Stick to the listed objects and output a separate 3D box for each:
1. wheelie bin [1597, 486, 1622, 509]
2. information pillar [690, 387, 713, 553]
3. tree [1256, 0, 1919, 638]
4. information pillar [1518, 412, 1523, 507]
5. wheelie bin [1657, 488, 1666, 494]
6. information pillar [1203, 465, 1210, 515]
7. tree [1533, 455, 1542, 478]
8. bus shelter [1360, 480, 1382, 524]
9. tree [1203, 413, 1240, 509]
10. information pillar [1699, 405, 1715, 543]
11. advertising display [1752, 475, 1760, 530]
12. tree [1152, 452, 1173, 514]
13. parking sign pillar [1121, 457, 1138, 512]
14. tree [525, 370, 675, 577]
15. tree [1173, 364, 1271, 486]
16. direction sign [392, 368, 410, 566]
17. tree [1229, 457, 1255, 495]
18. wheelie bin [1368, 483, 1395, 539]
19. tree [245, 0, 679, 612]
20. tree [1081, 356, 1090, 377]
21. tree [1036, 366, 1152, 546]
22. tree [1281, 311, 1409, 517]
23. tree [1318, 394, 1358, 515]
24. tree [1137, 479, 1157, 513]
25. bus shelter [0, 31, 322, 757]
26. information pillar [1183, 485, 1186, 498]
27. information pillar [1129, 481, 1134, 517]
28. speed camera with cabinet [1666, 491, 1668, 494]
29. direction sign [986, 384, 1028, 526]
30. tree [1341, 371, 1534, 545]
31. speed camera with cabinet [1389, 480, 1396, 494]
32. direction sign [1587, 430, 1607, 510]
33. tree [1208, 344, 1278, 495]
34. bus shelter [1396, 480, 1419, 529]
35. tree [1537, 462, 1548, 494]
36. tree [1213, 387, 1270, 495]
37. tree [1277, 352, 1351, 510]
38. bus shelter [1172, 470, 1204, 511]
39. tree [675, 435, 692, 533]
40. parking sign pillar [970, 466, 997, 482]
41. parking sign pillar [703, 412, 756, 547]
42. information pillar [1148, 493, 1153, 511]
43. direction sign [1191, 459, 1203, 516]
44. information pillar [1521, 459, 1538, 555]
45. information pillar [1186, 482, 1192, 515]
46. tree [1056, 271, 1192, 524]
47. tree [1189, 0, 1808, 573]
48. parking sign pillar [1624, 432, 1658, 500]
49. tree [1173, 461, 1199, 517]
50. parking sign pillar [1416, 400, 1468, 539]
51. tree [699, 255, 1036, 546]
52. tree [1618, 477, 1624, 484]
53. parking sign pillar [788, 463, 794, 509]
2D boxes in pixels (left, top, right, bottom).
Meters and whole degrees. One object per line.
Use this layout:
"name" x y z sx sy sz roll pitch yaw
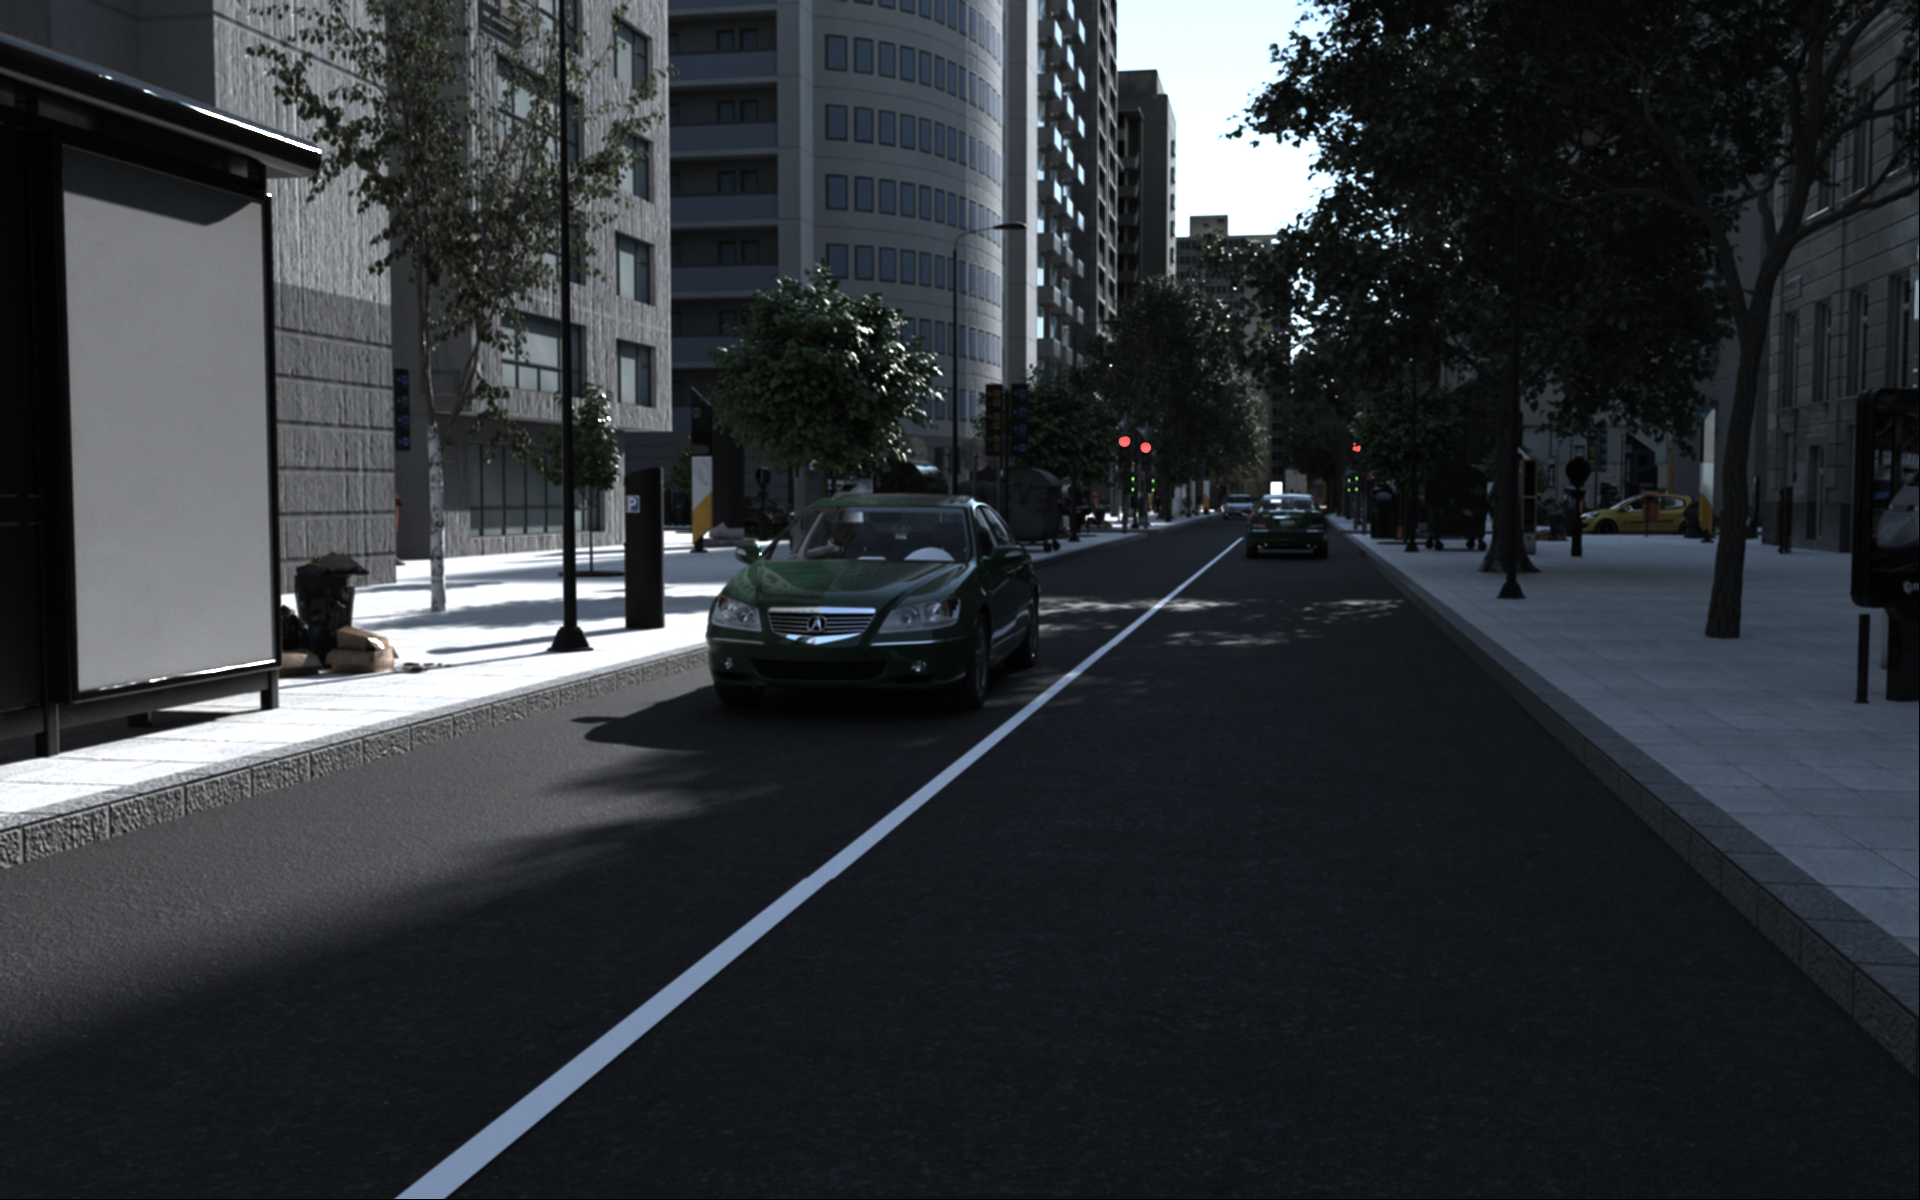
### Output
"wheelie bin" 25.607 -3.689 68.223 0.980 1.594 0.693 0 4 -8
"information pillar" -5.665 -2.850 37.948 0.504 3.616 0.183 1 4 23
"tree" 6.743 -4.921 14.874 8.767 10.594 7.601 1 4 12
"information pillar" 13.333 -3.083 41.765 0.504 3.616 0.183 -2 4 -27
"wheelie bin" 35.803 -4.945 88.763 0.980 1.594 0.693 2 4 35
"information pillar" 15.082 -7.005 105.889 0.504 3.616 0.183 -3 5 -42
"tree" 31.543 -7.059 99.120 4.285 4.588 4.351 0 3 0
"bus shelter" 19.174 -6.186 78.773 2.179 5.291 8.768 1 4 11
"tree" 20.219 -11.432 137.271 4.737 8.622 4.395 0 3 0
"information pillar" 19.694 -3.321 45.646 0.504 3.616 0.183 -2 4 -33
"advertising display" 27.589 -3.353 60.038 0.123 1.923 0.974 1 4 19
"tree" 3.512 -4.206 52.475 4.285 4.588 4.351 0 3 0
"parking sign pillar" 11.966 -8.206 122.642 1.447 3.967 1.447 2 4 25
"tree" -5.780 -2.001 27.315 1.663 3.219 1.824 0 3 0
"tree" 23.186 -15.287 156.601 9.857 13.997 8.962 0 3 0
"direction sign" -10.190 -2.393 31.118 0.379 3.537 0.876 2 4 24
"tree" 32.013 -15.311 200.697 4.360 8.622 3.978 0 3 0
"wheelie bin" 12.197 -2.573 49.971 0.693 1.594 0.980 -1 4 -14
"tree" -5.459 -4.176 18.638 4.360 8.622 3.978 0 3 0
"tree" 10.349 -10.446 87.799 9.611 12.733 9.660 0 3 0
"tree" 1.900 -3.658 43.528 4.285 4.588 4.351 0 3 0
"tree" 21.767 -10.533 97.971 9.928 11.665 9.643 0 3 0
"tree" 23.880 -9.550 106.497 4.360 8.622 3.978 0 3 0
"tree" 12.459 -7.531 117.738 1.663 3.219 1.824 0 3 0
"bus shelter" -5.659 -1.745 6.167 2.179 5.291 8.768 1 4 11
"information pillar" 14.183 -7.170 108.580 0.504 3.616 0.183 3 4 37
"information pillar" 9.585 -5.655 96.951 0.304 2.012 0.304 -1 4 -19
"speed camera with cabinet" 43.368 -6.719 104.197 2.038 3.252 0.660 0 4 7
"direction sign" 0.964 -2.673 35.696 0.876 3.537 0.379 1 4 9
"tree" 11.403 -3.714 44.430 4.285 4.588 4.351 0 3 0
"speed camera with cabinet" 18.250 -4.826 73.246 0.660 3.252 2.038 0 4 4
"direction sign" 22.408 -4.220 60.997 0.876 3.537 0.379 -1 4 -23
"tree" 33.501 -21.931 214.466 12.611 20.169 13.585 0 3 0
"bus shelter" 16.968 -4.484 64.595 1.731 3.624 6.357 1 4 11
"tree" 34.725 -6.683 103.868 1.663 3.219 1.824 0 3 0
"tree" 28.685 -16.108 181.496 7.486 12.596 7.792 0 3 0
"tree" 30.389 -14.363 141.485 9.857 13.997 8.962 0 3 0
"bus shelter" 14.725 -7.256 112.552 2.014 3.302 5.546 1 4 11
"tree" -9.002 -3.817 57.008 1.663 3.219 1.824 0 3 0
"parking sign pillar" 1.078 -5.312 75.329 1.447 3.967 1.447 2 4 29
"parking sign pillar" -5.747 -3.308 42.553 1.447 3.967 1.447 -2 4 -30
"information pillar" 14.027 -8.353 127.931 0.504 3.616 0.183 1 4 13
"direction sign" 14.125 -6.808 103.305 0.379 3.537 0.876 -3 4 -39
"information pillar" 12.076 -1.975 36.781 0.304 2.012 0.304 1 4 12
"information pillar" 13.809 -6.120 104.555 0.304 2.012 0.304 1 4 23
"tree" 7.225 -8.467 72.842 7.601 10.594 8.767 3 5 40
"tree" 8.937 -6.795 28.113 9.611 12.733 9.660 0 3 0
"parking sign pillar" 29.681 -5.321 75.475 1.447 3.967 1.447 0 4 -6
"tree" 12.072 -7.084 99.536 4.285 4.588 4.351 0 3 0
"parking sign pillar" 13.851 -3.744 49.680 1.447 3.967 1.447 1 4 11
"tree" -1.867 -2.458 23.904 4.285 4.588 4.351 0 3 0
"tree" 40.837 -6.712 104.340 1.663 3.219 1.824 0 3 0
"parking sign pillar" -6.226 -4.956 69.496 1.447 3.967 1.447 0 4 6
